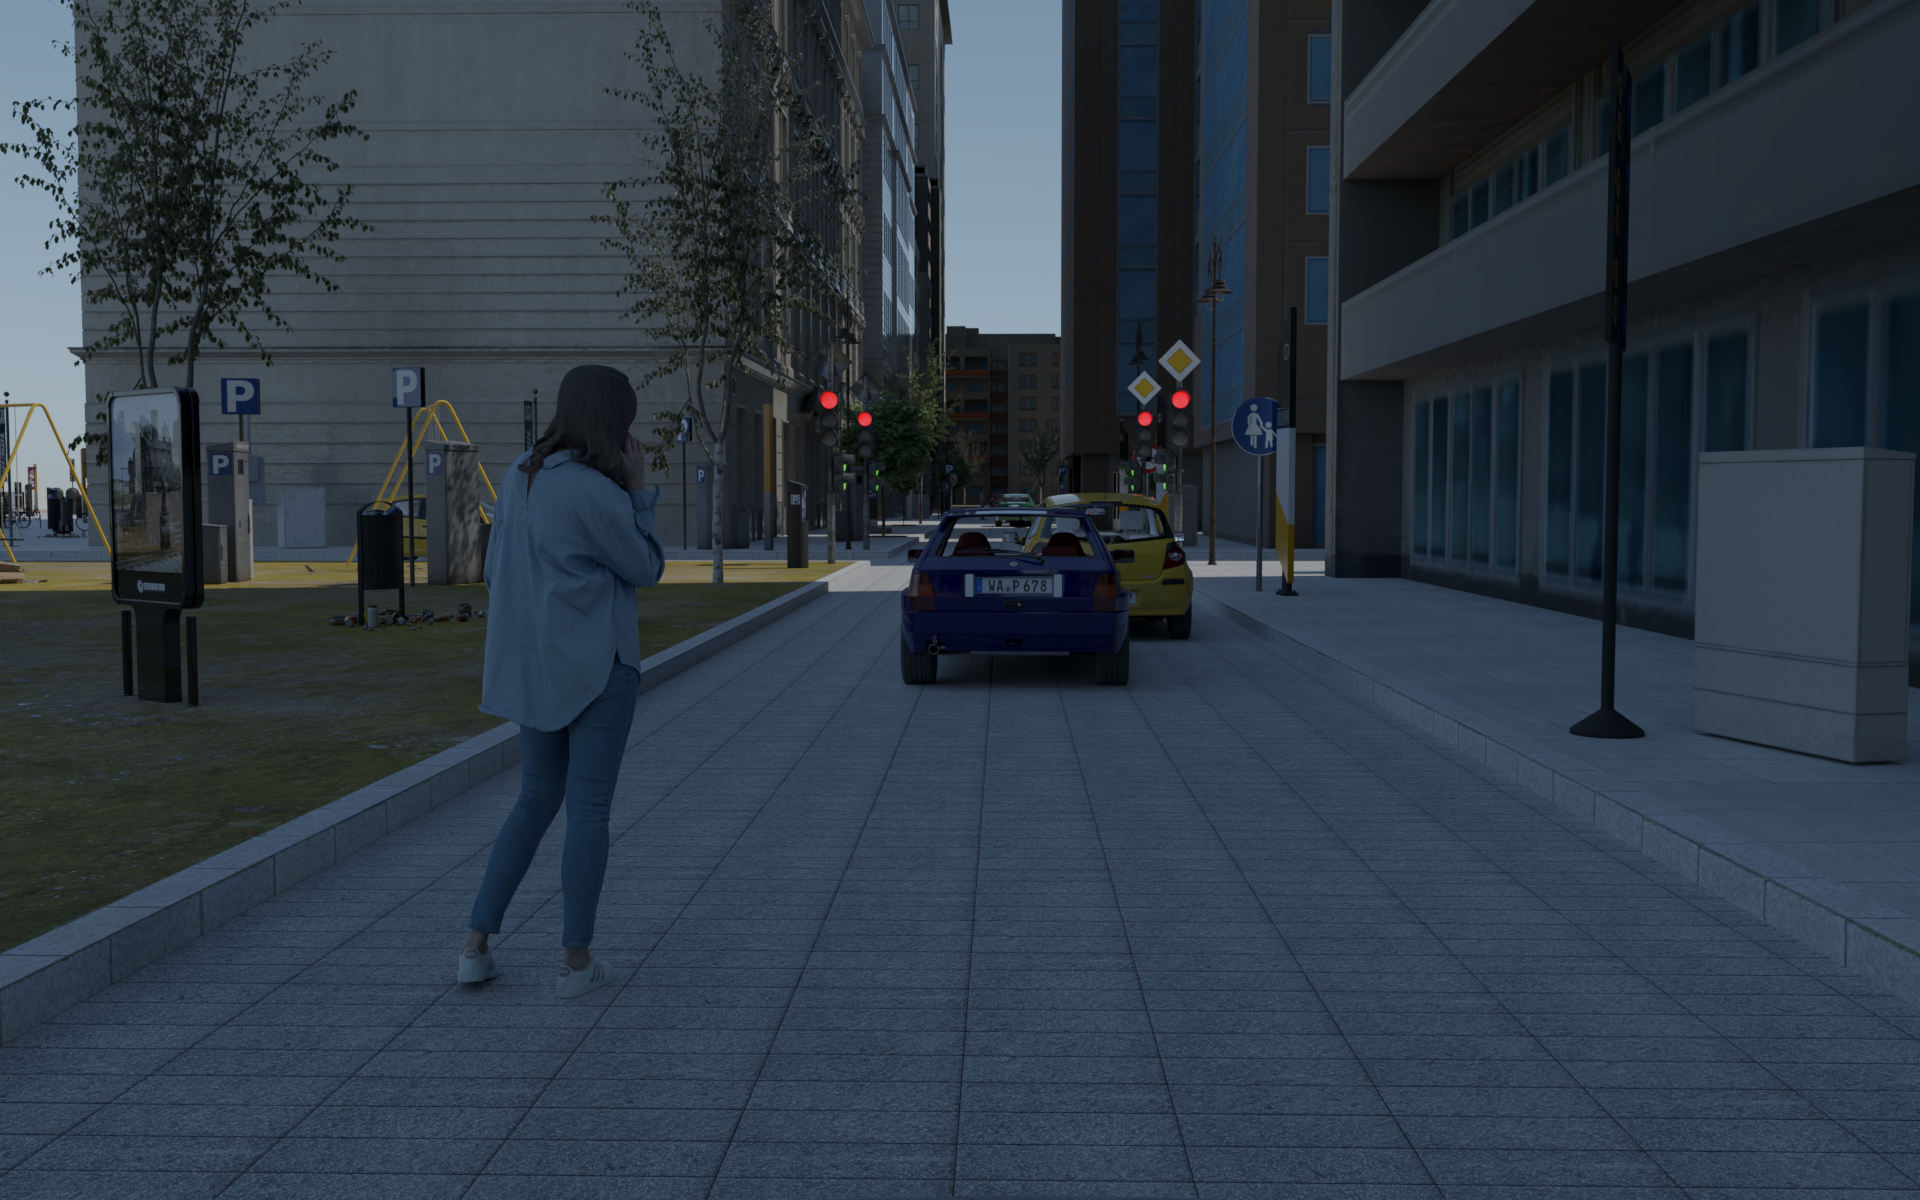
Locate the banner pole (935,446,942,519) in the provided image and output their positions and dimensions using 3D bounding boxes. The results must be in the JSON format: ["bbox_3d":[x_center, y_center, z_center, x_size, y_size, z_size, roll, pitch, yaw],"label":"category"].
[{"bbox_3d":[-1.181,-6.107,89.858,0.401,3.779,0.863,-1,4,-15],"label":"banner pole"}]

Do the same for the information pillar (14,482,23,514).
[{"bbox_3d":[-56.806,-6.116,104.484,0.304,2.012,0.304,1,4,9],"label":"information pillar"}]

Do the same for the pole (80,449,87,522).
[{"bbox_3d":[-39.584,-5.162,78.234,0.158,3.312,0.155,0,3,0],"label":"pole"}]

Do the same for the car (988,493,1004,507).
[{"bbox_3d":[3.442,-8.428,146.836,2.155,1.783,4.494,0,3,0],"label":"car"}]

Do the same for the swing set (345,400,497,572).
[{"bbox_3d":[-9.209,-2.001,30.332,2.862,2.851,3.119,-1,4,-22],"label":"swing set"}]

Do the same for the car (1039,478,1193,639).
[{"bbox_3d":[1.463,-0.508,18.535,2.015,1.641,3.980,0,4,1],"label":"car"}]

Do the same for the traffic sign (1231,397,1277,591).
[{"bbox_3d":[3.947,-1.387,22.783,0.768,2.556,0.104,0,4,7],"label":"traffic sign"}]

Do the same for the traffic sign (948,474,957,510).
[{"bbox_3d":[-0.547,-6.729,110.128,0.768,2.556,0.104,0,4,3],"label":"traffic sign"}]

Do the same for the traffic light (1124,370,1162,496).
[{"bbox_3d":[4.177,-3.096,39.533,0.839,4.253,0.868,0,4,2],"label":"traffic light"}]

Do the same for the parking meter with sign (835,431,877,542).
[{"bbox_3d":[-2.914,-3.119,47.258,0.543,3.016,1.738,2,4,25],"label":"parking meter with sign"}]

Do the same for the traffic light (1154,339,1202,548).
[{"bbox_3d":[3.965,-2.607,31.550,0.839,4.253,0.868,0,4,2],"label":"traffic light"}]

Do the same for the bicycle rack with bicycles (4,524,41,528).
[{"bbox_3d":[-35.923,-3.157,65.007,2.925,0.926,2.852,1,4,20],"label":"bicycle rack with bicycles"}]

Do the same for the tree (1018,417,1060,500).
[{"bbox_3d":[7.746,-13.167,165.639,4.737,8.622,4.395,0,3,0],"label":"tree"}]

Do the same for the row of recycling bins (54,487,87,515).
[{"bbox_3d":[-54.409,-6.124,107.247,3.534,1.692,1.069,-1,4,-19],"label":"row of recycling bins"}]

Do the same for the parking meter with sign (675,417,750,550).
[{"bbox_3d":[-5.699,-2.684,40.147,1.738,3.016,0.543,-3,5,-43],"label":"parking meter with sign"}]

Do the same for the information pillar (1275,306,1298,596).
[{"bbox_3d":[4.125,-1.868,21.894,0.183,3.616,0.504,-1,4,-9],"label":"information pillar"}]

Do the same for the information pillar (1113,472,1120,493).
[{"bbox_3d":[5.222,-3.206,56.909,0.304,2.012,0.304,-1,4,-18],"label":"information pillar"}]

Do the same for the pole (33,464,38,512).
[{"bbox_3d":[-62.330,-7.520,116.794,0.158,3.312,0.155,0,3,0],"label":"pole"}]

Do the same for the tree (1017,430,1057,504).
[{"bbox_3d":[8.744,-14.800,192.336,4.360,8.622,3.978,0,3,0],"label":"tree"}]

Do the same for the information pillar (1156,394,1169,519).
[{"bbox_3d":[4.735,-3.007,40.524,0.183,3.616,0.504,-1,4,-21],"label":"information pillar"}]

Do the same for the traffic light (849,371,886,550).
[{"bbox_3d":[-2.133,-3.105,39.684,0.839,4.253,0.868,0,4,2],"label":"traffic light"}]

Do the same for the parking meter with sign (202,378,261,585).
[{"bbox_3d":[-10.716,-1.775,25.282,0.543,3.016,1.738,0,4,-6],"label":"parking meter with sign"}]

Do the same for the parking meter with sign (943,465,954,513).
[{"bbox_3d":[-0.742,-6.551,103.373,0.543,3.016,1.738,0,4,-7],"label":"parking meter with sign"}]

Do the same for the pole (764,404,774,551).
[{"bbox_3d":[-4.343,-2.779,39.279,0.158,3.312,0.155,0,3,0],"label":"pole"}]

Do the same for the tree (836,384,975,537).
[{"bbox_3d":[-2.267,-4.170,51.890,4.285,4.588,4.351,0,3,0],"label":"tree"}]

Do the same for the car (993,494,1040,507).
[{"bbox_3d":[2.515,-4.006,77.303,2.131,1.459,4.920,0,4,3],"label":"car"}]

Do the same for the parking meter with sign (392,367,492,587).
[{"bbox_3d":[-7.194,-1.736,24.645,0.543,3.016,1.738,2,4,29],"label":"parking meter with sign"}]

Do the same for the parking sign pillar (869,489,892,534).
[{"bbox_3d":[-2.951,-4.183,56.863,1.447,3.967,1.447,0,4,-6],"label":"parking sign pillar"}]

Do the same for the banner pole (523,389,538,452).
[{"bbox_3d":[-10.140,-3.121,41.047,0.401,3.779,0.863,1,4,11],"label":"banner pole"}]

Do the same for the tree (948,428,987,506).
[{"bbox_3d":[0.755,-14.794,192.250,4.360,8.622,3.978,0,3,0],"label":"tree"}]

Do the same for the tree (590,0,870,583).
[{"bbox_3d":[-3.441,-4.566,25.013,4.360,8.622,3.978,0,3,0],"label":"tree"}]

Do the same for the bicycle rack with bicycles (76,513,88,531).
[{"bbox_3d":[-29.144,-2.868,60.277,2.925,0.926,2.852,-2,4,-27],"label":"bicycle rack with bicycles"}]

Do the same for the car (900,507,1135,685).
[{"bbox_3d":[0.492,-0.108,14.348,1.945,1.354,3.894,0,4,3],"label":"car"}]

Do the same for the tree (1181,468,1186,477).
[{"bbox_3d":[6.389,-3.715,55.349,1.663,3.219,1.824,0,3,0],"label":"tree"}]

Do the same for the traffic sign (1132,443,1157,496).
[{"bbox_3d":[4.660,-2.621,42.964,0.768,2.556,0.104,0,4,7],"label":"traffic sign"}]

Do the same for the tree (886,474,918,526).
[{"bbox_3d":[-2.405,-4.596,69.752,1.663,3.219,1.824,0,3,0],"label":"tree"}]

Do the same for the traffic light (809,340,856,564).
[{"bbox_3d":[-2.345,-2.617,31.701,0.839,4.253,0.868,0,4,2],"label":"traffic light"}]

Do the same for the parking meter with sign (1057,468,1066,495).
[{"bbox_3d":[6.183,-6.653,105.039,0.543,3.016,1.738,0,4,2],"label":"parking meter with sign"}]

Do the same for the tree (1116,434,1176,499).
[{"bbox_3d":[5.690,-3.571,52.993,1.663,3.219,1.824,0,3,0],"label":"tree"}]

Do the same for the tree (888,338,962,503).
[{"bbox_3d":[-1.894,-8.066,82.243,4.737,8.622,4.395,0,3,0],"label":"tree"}]

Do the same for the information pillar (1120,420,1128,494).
[{"bbox_3d":[5.151,-3.864,54.529,0.183,3.616,0.504,-1,4,-18],"label":"information pillar"}]

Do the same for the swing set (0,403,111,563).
[{"bbox_3d":[-17.133,-2.006,30.415,3.119,2.851,2.862,2,4,27],"label":"swing set"}]

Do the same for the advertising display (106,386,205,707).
[{"bbox_3d":[-4.974,-0.336,10.709,0.974,1.923,0.123,3,5,40],"label":"advertising display"}]

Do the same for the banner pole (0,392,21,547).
[{"bbox_3d":[-23.440,-3.213,42.545,0.863,3.779,0.401,3,5,44],"label":"banner pole"}]

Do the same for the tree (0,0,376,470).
[{"bbox_3d":[-9.147,-4.280,20.338,4.360,8.622,3.978,0,3,0],"label":"tree"}]
